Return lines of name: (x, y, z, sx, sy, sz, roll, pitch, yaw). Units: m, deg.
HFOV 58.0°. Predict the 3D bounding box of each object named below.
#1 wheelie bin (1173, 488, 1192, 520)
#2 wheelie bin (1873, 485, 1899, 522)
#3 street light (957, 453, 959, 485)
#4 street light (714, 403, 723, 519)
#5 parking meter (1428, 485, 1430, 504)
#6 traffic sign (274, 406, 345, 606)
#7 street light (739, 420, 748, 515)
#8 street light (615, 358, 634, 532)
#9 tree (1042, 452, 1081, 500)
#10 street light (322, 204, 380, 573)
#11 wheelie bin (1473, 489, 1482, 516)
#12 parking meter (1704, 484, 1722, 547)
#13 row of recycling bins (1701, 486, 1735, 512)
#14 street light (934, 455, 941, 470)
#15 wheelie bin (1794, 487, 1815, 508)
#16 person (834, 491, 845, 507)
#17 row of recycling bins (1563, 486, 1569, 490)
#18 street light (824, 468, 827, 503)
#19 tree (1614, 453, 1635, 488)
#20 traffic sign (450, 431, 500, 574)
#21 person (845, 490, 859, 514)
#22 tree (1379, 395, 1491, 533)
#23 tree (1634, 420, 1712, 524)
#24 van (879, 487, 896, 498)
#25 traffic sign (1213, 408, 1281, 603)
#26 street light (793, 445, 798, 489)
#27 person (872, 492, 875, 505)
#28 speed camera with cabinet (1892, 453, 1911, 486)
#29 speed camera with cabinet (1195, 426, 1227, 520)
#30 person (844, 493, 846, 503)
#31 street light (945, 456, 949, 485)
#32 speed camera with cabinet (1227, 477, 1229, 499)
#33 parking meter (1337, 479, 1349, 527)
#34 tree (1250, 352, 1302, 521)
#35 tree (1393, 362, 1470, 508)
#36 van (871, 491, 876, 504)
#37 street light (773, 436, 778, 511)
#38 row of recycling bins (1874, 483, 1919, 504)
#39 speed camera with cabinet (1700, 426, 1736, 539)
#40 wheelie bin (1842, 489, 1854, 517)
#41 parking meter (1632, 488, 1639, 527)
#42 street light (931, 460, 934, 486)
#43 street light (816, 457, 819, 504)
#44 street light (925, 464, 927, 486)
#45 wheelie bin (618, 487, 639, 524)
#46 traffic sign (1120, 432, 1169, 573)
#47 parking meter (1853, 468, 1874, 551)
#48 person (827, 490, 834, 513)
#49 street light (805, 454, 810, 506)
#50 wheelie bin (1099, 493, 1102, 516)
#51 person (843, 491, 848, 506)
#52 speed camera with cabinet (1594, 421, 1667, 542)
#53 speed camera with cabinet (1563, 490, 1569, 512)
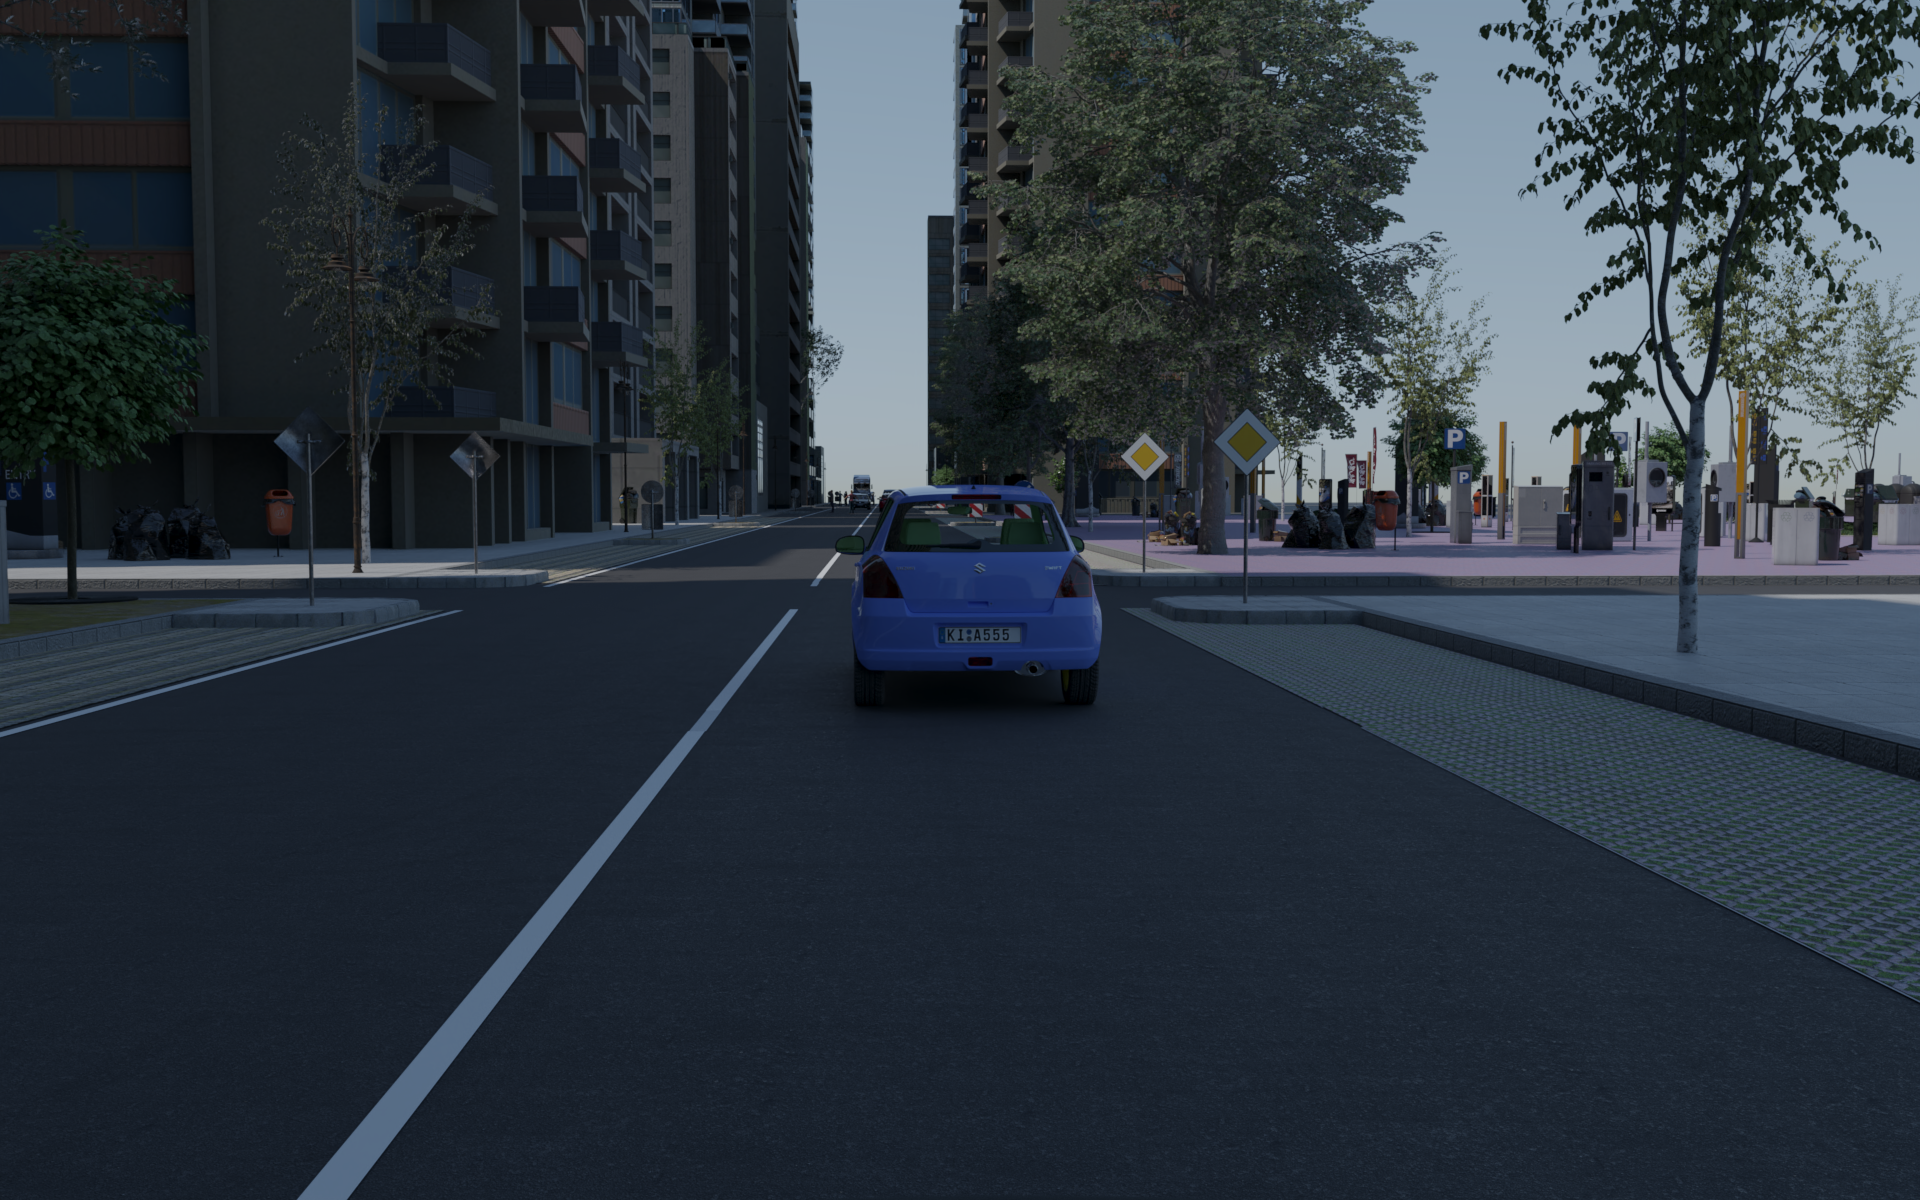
wheelie bin: (11.018, -4.741, 85.420, 0.980, 1.594, 0.693, -1, 4, -17)
wheelie bin: (32.698, -3.270, 61.373, 0.980, 1.594, 0.693, -1, 4, -8)
street light: (-0.112, -10.793, 149.245, 0.468, 5.910, 1.993, 0, 4, -2)
street light: (-12.314, -7.051, 88.071, 0.468, 5.910, 1.993, 0, 4, -2)
parking meter: (27.017, -5.710, 99.072, 0.399, 1.863, 0.255, -1, 4, -16)
traffic sign: (-7.441, -0.990, 19.831, 0.795, 2.450, 0.064, 0, 4, -2)
street light: (-13.028, -8.049, 104.383, 0.468, 5.910, 1.993, 0, 4, -2)
street light: (-11.240, -5.220, 58.141, 0.468, 5.910, 1.993, 0, 4, -2)
tree: (4.706, -5.080, 77.659, 1.663, 3.219, 1.824, 0, 3, 0)
street light: (-9.798, -3.377, 27.999, 0.468, 5.910, 1.993, 0, 4, -2)
wheelie bin: (30.043, -5.616, 99.722, 0.980, 1.594, 0.693, -2, 4, -30)
parking meter: (18.412, -2.076, 42.347, 0.372, 1.533, 0.369, 0, 3, 0)
row of recycling bins: (39.653, -5.141, 91.172, 3.534, 1.692, 1.069, -1, 4, -19)
street light: (-2.419, -14.016, 201.952, 0.468, 5.910, 1.993, 0, 4, -2)
wheelie bin: (35.828, -4.015, 73.550, 0.693, 1.594, 0.980, 3, 5, 44)
person: (-13.603, -11.479, 196.258, 1.350, 1.814, 0.705, -3, 4, -36)
row of recycling bins: (32.675, -5.061, 89.868, 1.069, 1.692, 3.534, -2, 4, -28)
street light: (-19.352, -16.862, 248.488, 0.468, 5.910, 1.993, 0, 4, -2)
tree: (30.290, -5.193, 79.511, 1.663, 3.219, 1.824, 0, 3, 0)
traffic sign: (-7.781, -1.478, 27.809, 0.795, 2.450, 0.064, 0, 4, -2)
person: (-7.956, -7.174, 126.515, 1.217, 1.743, 0.721, -1, 4, -22)
tree: (15.623, -4.513, 57.502, 4.285, 4.588, 4.351, 0, 3, 0)
tree: (30.748, -5.578, 74.918, 4.285, 4.588, 4.351, 0, 3, 0)
van: (-6.143, -8.936, 153.116, 2.013, 2.044, 4.112, 0, 4, -3)
traffic sign: (3.345, -1.017, 20.269, 0.795, 2.450, 0.064, 0, 4, -2)
street light: (-15.599, -11.730, 164.569, 0.468, 5.910, 1.993, 0, 4, -2)
person: (-11.257, -13.076, 223.017, 0.721, 1.743, 1.217, -1, 4, -10)
speed camera with cabinet: (45.637, -5.417, 82.910, 0.660, 3.252, 2.038, -1, 4, -15)
speed camera with cabinet: (7.214, -3.403, 49.979, 0.660, 3.252, 2.038, 0, 4, 5)
person: (-16.528, -14.845, 251.078, 0.599, 1.838, 0.709, -2, 4, -24)
street light: (-1.362, -12.632, 179.313, 0.468, 5.910, 1.993, 0, 4, -2)
speed camera with cabinet: (12.777, -5.712, 87.732, 2.038, 3.252, 0.660, -3, 5, -42)
parking meter: (14.540, -3.675, 65.790, 0.255, 1.863, 0.399, -2, 4, -33)
tree: (15.443, -8.041, 81.830, 4.737, 8.622, 4.395, 0, 3, 0)
tree: (25.515, -8.844, 94.959, 4.360, 8.622, 3.978, 0, 3, 0)
van: (-13.583, -15.417, 259.073, 2.013, 2.044, 4.112, 0, 4, -4)
street light: (-14.340, -9.889, 134.469, 0.468, 5.910, 1.993, 0, 4, -2)
row of recycling bins: (36.279, -3.629, 66.445, 1.069, 1.692, 3.534, -1, 4, -17)
speed camera with cabinet: (22.144, -3.452, 50.781, 0.660, 3.252, 2.038, 0, 4, 5)
wheelie bin: (50.682, -5.539, 98.476, 0.693, 1.594, 0.980, -3, 5, -43)
parking meter: (26.315, -3.621, 67.606, 0.372, 1.533, 0.369, 0, 3, 0)
street light: (-3.653, -15.846, 231.875, 0.468, 5.910, 1.993, 0, 4, -2)
street light: (-17.924, -14.991, 217.893, 0.468, 5.910, 1.993, 0, 4, -2)
street light: (-5.060, -17.724, 262.577, 0.468, 5.910, 1.993, 0, 4, -2)
wheelie bin: (-14.307, -4.101, 74.965, 0.693, 1.594, 0.980, 2, 4, 24)
traffic sign: (3.004, -1.505, 28.247, 0.795, 2.450, 0.064, 0, 4, -2)
parking meter: (20.534, -2.058, 39.365, 0.399, 1.863, 0.255, -2, 4, -29)
person: (-10.112, -7.687, 134.714, 0.750, 1.759, 0.617, 1, 4, 14)
street light: (-16.542, -13.129, 187.454, 0.468, 5.910, 1.993, 0, 4, -2)
wheelie bin: (8.168, -5.856, 103.660, 0.693, 1.594, 0.980, 0, 4, 2)
person: (-14.089, -12.569, 214.020, 0.705, 1.822, 1.348, 1, 4, 18)
speed camera with cabinet: (18.085, -3.210, 46.820, 2.038, 3.252, 0.660, -1, 4, -17)
speed camera with cabinet: (27.119, -4.968, 75.560, 0.660, 3.252, 2.038, -1, 4, -15)
